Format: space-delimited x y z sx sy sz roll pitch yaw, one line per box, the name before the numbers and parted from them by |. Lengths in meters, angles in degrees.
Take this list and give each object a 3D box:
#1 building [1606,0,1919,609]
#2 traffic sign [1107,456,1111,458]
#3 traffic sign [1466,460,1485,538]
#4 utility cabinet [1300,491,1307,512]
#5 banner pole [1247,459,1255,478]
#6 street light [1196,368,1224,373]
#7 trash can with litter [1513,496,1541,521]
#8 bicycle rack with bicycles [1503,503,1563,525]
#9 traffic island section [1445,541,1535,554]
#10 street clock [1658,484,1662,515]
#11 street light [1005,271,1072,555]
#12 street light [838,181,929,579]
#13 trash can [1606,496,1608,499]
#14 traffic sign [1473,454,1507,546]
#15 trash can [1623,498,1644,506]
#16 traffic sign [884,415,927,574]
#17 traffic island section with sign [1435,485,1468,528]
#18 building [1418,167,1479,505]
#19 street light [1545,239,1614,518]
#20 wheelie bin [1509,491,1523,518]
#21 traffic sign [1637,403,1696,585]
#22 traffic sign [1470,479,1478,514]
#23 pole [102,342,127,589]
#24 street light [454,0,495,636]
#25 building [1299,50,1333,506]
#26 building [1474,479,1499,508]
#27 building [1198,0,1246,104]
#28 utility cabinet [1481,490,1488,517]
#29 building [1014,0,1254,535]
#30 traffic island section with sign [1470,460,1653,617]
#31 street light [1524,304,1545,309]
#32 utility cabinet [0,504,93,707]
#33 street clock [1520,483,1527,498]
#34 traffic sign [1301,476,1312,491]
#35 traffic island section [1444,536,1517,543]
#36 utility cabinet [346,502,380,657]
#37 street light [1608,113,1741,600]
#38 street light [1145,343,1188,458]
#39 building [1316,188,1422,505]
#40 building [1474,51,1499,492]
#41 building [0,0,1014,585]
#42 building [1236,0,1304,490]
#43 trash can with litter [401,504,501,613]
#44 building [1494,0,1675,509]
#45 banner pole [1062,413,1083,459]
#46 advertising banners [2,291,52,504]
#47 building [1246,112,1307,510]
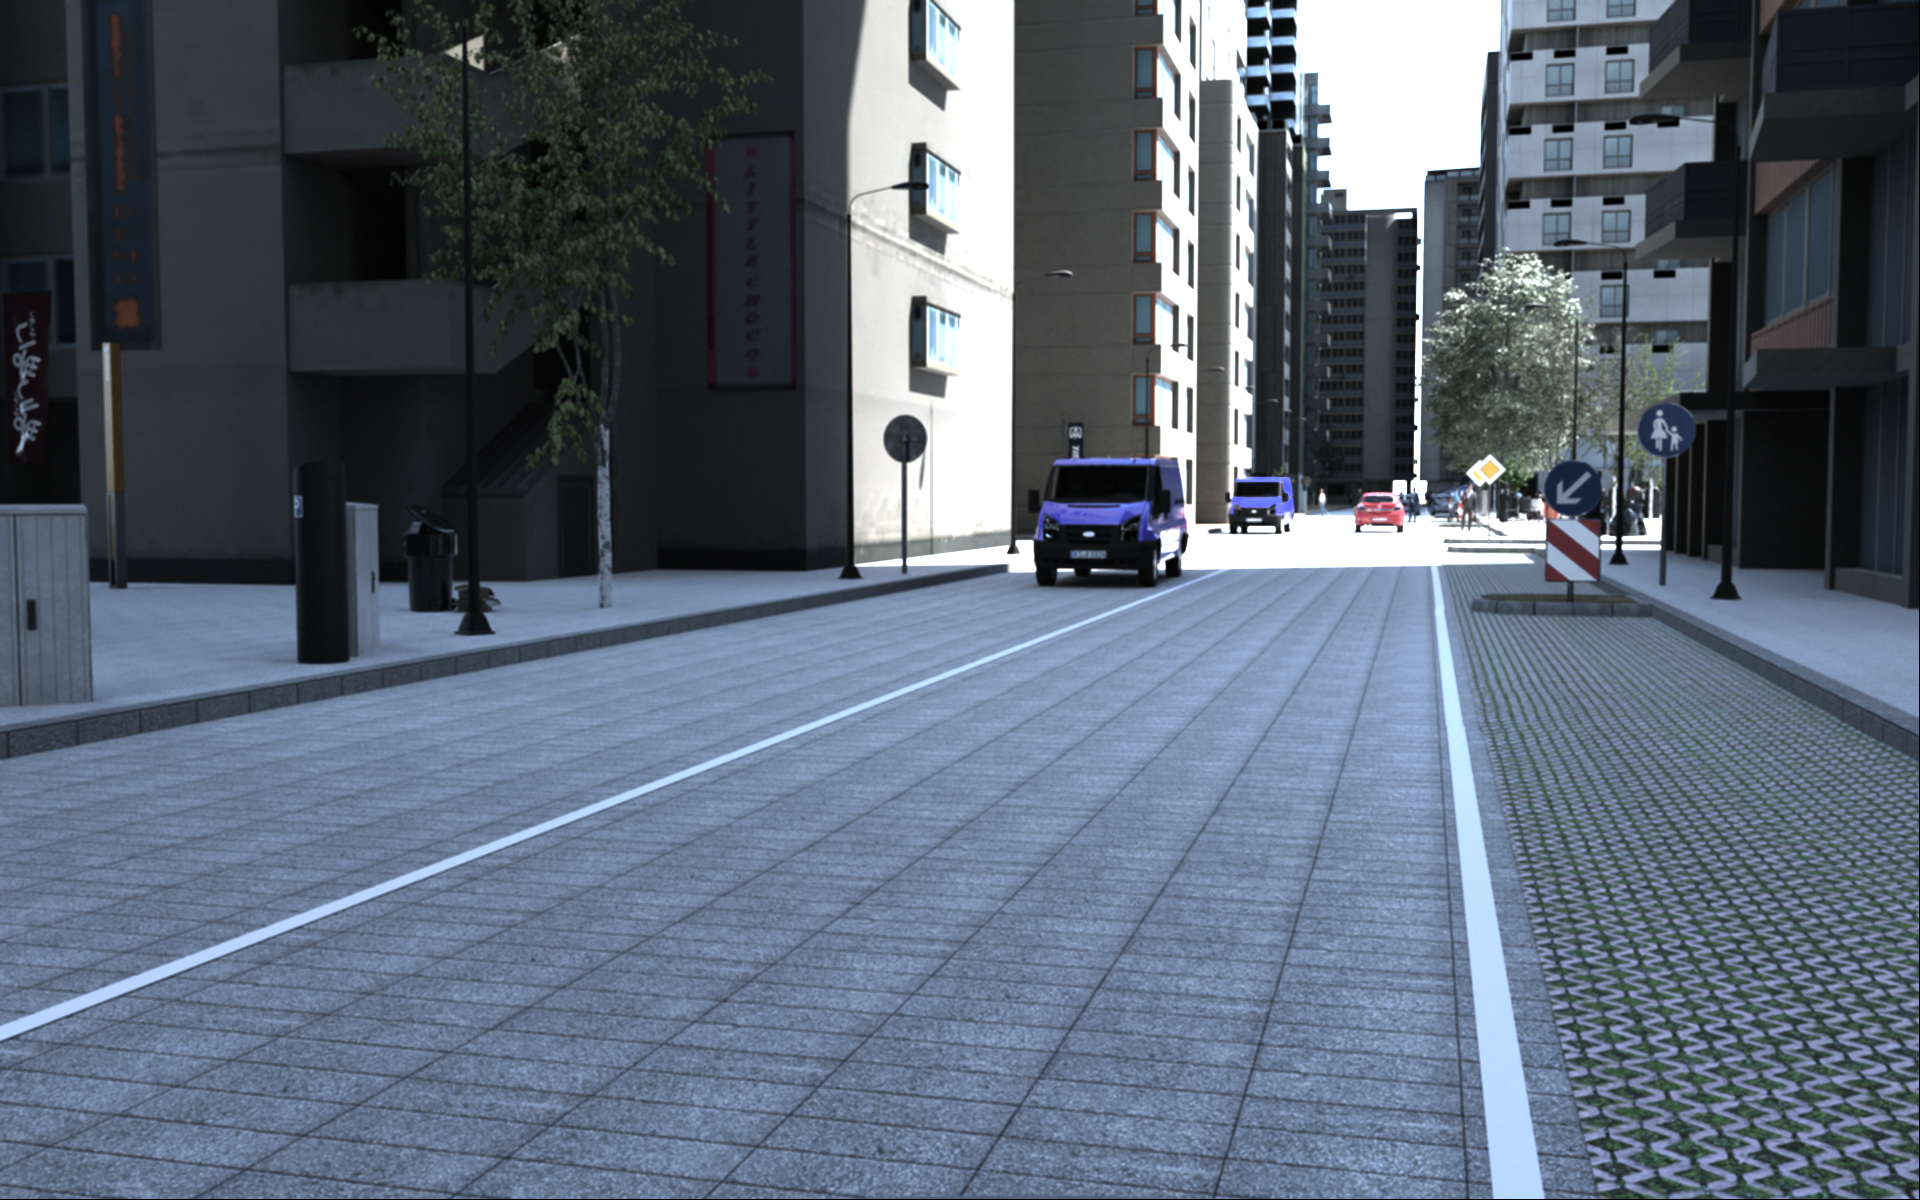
building | 22.055 -22.565 23.555 22.147 44.769 28.867 1 4 15
traffic sign | 3.886 -2.551 45.356 0.795 2.450 0.064 1 4 15
traffic sign | 15.169 -2.871 50.588 0.795 2.450 0.064 1 4 15
utility cabinet | 24.057 -6.894 121.398 0.318 1.500 1.173 1 4 20
banner pole | 20.806 -8.203 124.140 0.863 3.779 0.401 1 4 16
street light | 9.019 -5.590 63.943 1.470 5.913 1.316 1 4 15
trash can with litter | 27.862 -4.460 83.981 2.233 1.210 1.678 0 4 6
bicycle rack with bicycles | 24.311 -3.628 72.693 2.925 0.926 2.852 -1 4 -15
traffic island section | 13.126 -1.264 42.945 2.009 0.180 2.903 1 4 15
street clock | 43.422 -6.272 107.109 0.471 2.002 0.358 1 4 11
street light | 1.656 -3.903 36.358 1.470 5.913 1.316 1 4 15
street light | -1.143 -3.268 25.975 1.470 5.913 1.316 1 4 15
trash can | 40.258 -5.839 107.115 0.748 1.137 0.748 0 3 0
traffic sign | 13.101 -2.399 42.874 0.795 2.450 0.064 1 4 15
trash can | 22.653 -2.860 58.410 0.748 1.137 0.748 0 3 0
traffic sign | -0.898 -1.701 27.910 0.768 2.556 0.104 1 4 23
traffic island section with sign | 21.582 -4.024 74.418 1.989 1.847 2.006 1 4 15
building | 63.018 -32.191 209.922 14.086 41.232 14.154 1 4 15
street light | 11.511 -3.613 31.613 1.470 5.913 1.316 1 4 15
wheelie bin | 29.976 -5.257 93.864 0.980 1.594 0.693 2 4 27
traffic sign | 9.885 -1.479 24.290 0.768 2.556 0.104 1 4 21
traffic sign | 33.594 -6.885 112.679 0.768 2.556 0.104 1 4 19
pole | -11.434 -1.809 23.426 0.158 3.312 0.155 0 3 0
street light | -3.928 -2.631 15.555 1.470 5.913 1.316 1 4 15
building | 25.003 -34.913 190.428 30.456 49.044 23.786 1 4 15
building | 58.824 -44.090 159.131 20.563 71.187 20.611 1 4 15
building | 3.629 -31.880 110.473 28.713 52.752 27.495 1 4 15
utility cabinet | 28.964 -5.323 95.702 0.318 1.500 1.173 1 4 14
building | -3.406 -13.797 70.621 27.650 21.520 28.899 1 4 15
traffic island section with sign | 7.297 -0.765 21.137 1.989 1.847 2.006 1 4 15
street light | 14.436 -4.264 42.258 1.470 5.913 1.316 1 4 15
utility cabinet | -5.844 0.041 10.489 1.020 1.237 0.306 -2 4 -30
street clock | 37.381 -6.753 114.979 0.471 2.002 0.358 3 5 44
traffic sign | 24.495 -7.493 122.613 0.768 2.556 0.104 1 4 22
traffic island section | 15.194 -1.736 50.658 2.009 0.180 2.903 1 4 15
utility cabinet | -4.951 -0.179 14.090 0.306 1.237 1.020 -1 4 -9
street light | 8.854 -2.974 21.167 1.470 5.913 1.316 1 4 15
street light | 6.308 -4.951 53.491 1.470 5.913 1.316 1 4 15
building | 46.867 -32.498 223.224 23.993 40.220 32.217 1 4 15
building | 65.146 -34.021 179.940 21.300 48.544 21.600 1 4 15
building | -11.572 -25.105 34.171 21.600 48.544 21.300 1 4 15
building | 20.606 -51.634 156.889 22.319 86.520 31.000 1 4 15
trash can with litter | -5.568 -0.466 18.999 1.055 1.170 0.624 1 4 10
building | 56.334 -33.382 135.041 28.713 52.752 27.495 1 4 15
banner pole | 3.409 -3.874 53.357 0.863 3.779 0.401 -1 4 -9
advertising banners | -8.804 -1.167 15.274 2.074 3.025 0.090 1 4 17
building | 19.280 -22.217 134.956 14.160 30.474 14.107 1 4 15
